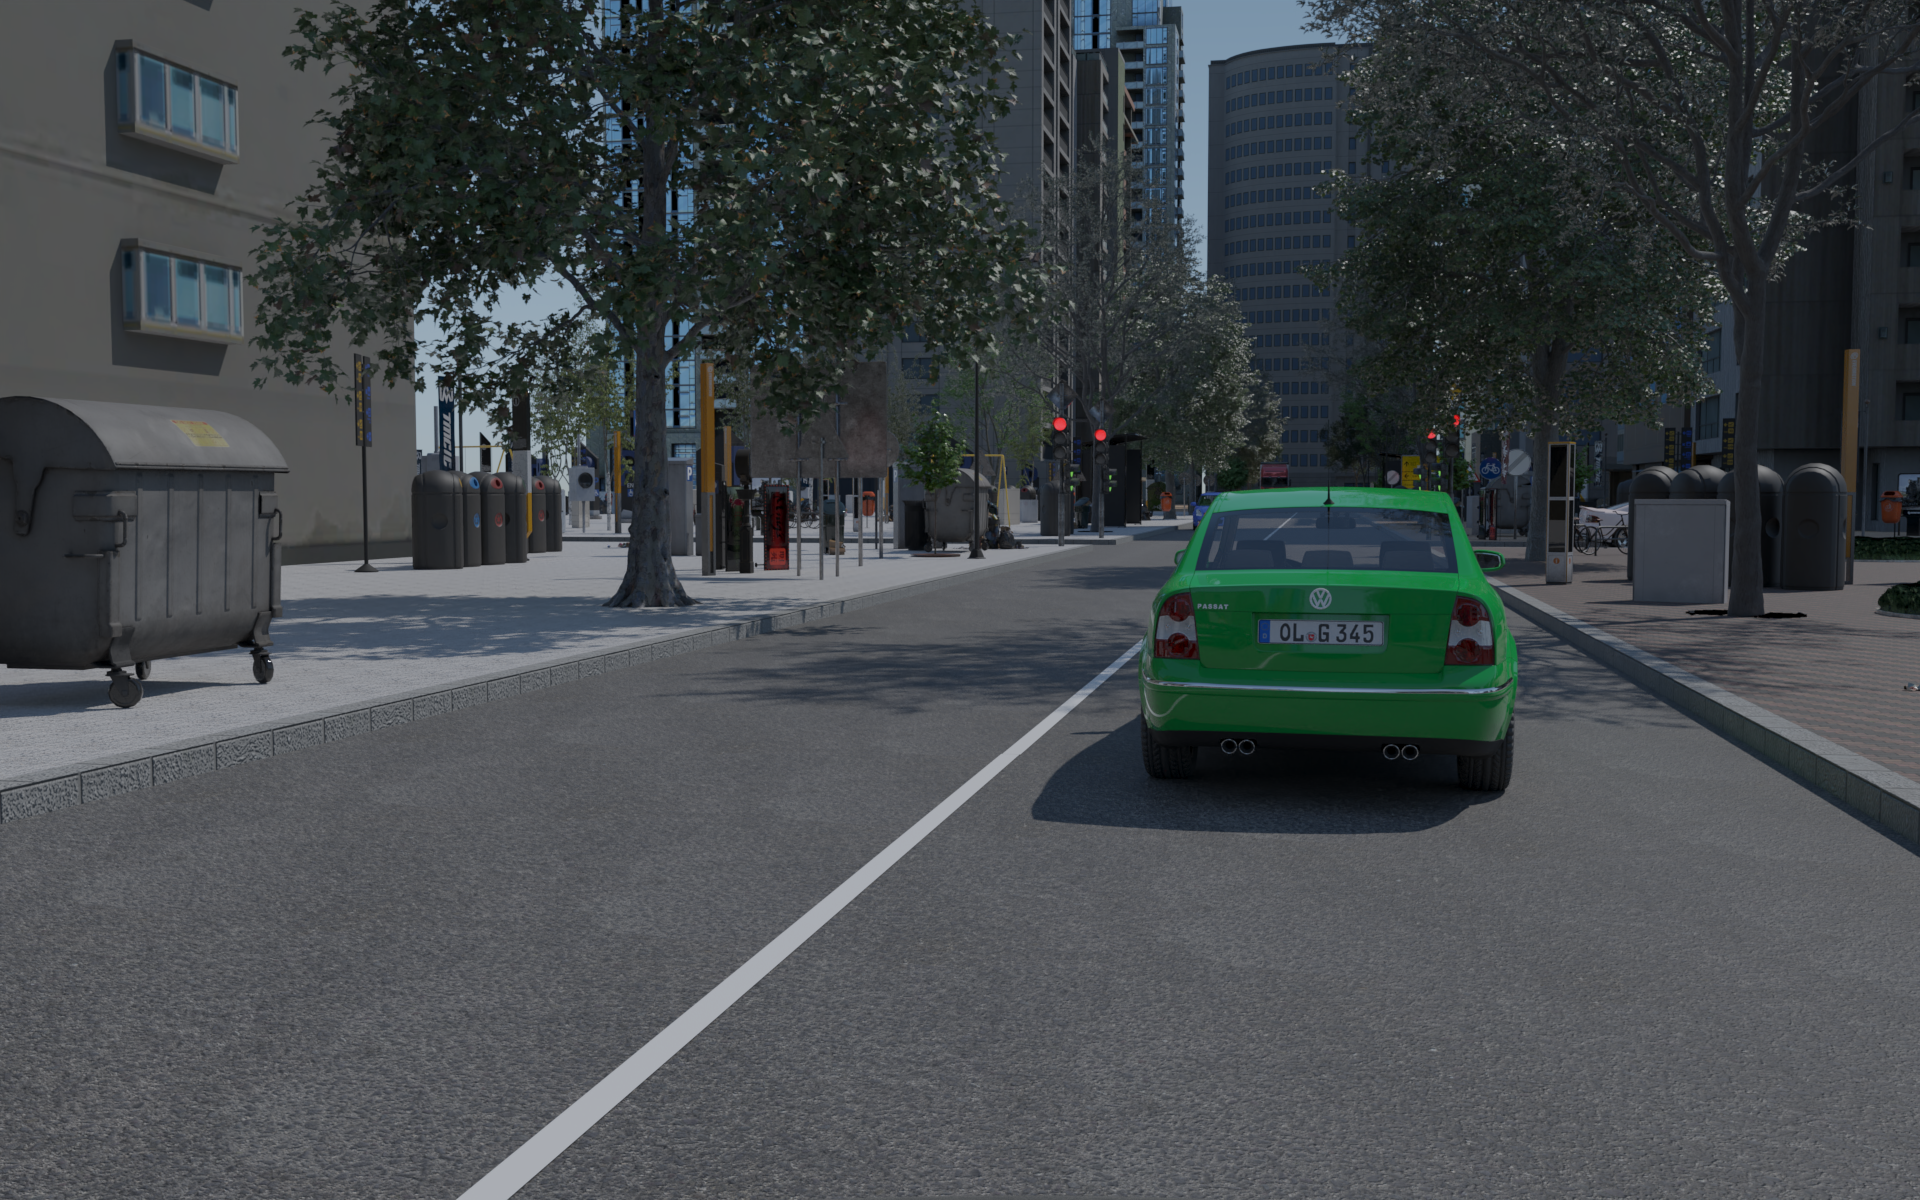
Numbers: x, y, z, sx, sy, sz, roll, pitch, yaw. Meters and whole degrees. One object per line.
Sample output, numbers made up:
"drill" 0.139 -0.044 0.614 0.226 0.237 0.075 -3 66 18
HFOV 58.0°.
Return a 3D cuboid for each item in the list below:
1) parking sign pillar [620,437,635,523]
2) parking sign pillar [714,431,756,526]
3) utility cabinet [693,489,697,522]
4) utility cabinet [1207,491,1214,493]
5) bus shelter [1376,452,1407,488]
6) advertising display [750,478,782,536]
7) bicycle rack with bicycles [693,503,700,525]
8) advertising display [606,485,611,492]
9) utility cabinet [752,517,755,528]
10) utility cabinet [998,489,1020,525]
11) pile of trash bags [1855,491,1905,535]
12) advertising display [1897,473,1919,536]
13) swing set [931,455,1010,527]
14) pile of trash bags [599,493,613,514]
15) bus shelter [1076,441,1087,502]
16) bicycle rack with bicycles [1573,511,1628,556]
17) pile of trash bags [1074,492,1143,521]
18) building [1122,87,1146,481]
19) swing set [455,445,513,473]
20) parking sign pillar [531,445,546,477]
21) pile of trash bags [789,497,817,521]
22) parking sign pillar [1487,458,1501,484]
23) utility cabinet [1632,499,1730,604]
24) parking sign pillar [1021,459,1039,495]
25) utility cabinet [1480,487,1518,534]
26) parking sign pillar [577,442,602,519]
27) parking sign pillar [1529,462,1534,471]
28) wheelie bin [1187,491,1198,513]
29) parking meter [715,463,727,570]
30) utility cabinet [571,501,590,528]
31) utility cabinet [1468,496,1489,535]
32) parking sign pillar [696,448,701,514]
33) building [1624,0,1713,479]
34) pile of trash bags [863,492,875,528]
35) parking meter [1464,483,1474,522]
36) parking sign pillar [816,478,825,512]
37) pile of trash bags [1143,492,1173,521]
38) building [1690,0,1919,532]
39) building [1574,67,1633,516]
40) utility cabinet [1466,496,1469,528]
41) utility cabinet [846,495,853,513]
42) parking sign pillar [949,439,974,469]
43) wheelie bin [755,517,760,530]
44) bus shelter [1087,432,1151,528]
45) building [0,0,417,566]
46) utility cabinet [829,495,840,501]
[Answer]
"parking sign pillar" -14.546 -5.406 76.857 1.447 3.967 1.447 0 4 2
"parking sign pillar" -8.907 -5.004 70.295 1.447 3.967 1.447 3 5 41
"utility cabinet" -11.997 -4.287 78.765 0.318 1.500 1.173 3 4 37
"utility cabinet" 17.920 -7.012 123.325 0.318 1.500 1.173 2 4 31
"bus shelter" 24.792 -6.601 99.204 1.731 3.624 6.357 1 4 12
"advertising display" -5.981 -2.951 53.465 0.974 1.923 0.123 -1 4 -17
"bicycle rack with bicycles" -11.863 -3.562 71.626 2.852 0.926 2.925 0 4 5
"advertising display" -24.036 -6.919 118.338 0.123 1.923 0.974 -2 4 -24
"utility cabinet" -8.287 -3.441 64.932 1.173 1.500 0.318 -2 4 -28
"utility cabinet" 2.016 -3.838 71.426 0.318 1.500 1.173 2 4 35
"pile of trash bags" 25.635 -2.485 50.386 1.912 1.369 3.447 -3 4 -39
"advertising display" 29.143 -2.916 52.891 0.123 1.923 0.974 -3 5 -39
"swing set" 0.188 -4.345 68.665 3.119 2.851 2.862 -1 4 -10
"pile of trash bags" -23.045 -6.165 110.544 1.912 1.369 3.447 1 4 14
"bus shelter" 6.318 -5.165 75.735 1.731 3.624 6.357 1 4 12
"bicycle rack with bicycles" 13.306 -1.450 37.095 2.925 0.926 2.852 -2 4 -28
"pile of trash bags" 6.514 -4.343 80.760 3.447 1.369 1.912 1 4 19
"building" 5.091 -32.252 181.937 28.867 44.769 22.147 1 4 12
"swing set" -15.894 -3.588 56.289 3.119 2.851 2.862 2 4 26
"parking sign pillar" -22.527 -6.435 93.677 1.447 3.967 1.447 -2 4 -24
"pile of trash bags" -8.508 -4.476 82.942 3.447 1.369 1.912 0 4 2
"parking sign pillar" 36.024 -7.815 116.240 1.447 3.967 1.447 -2 4 -25
"utility cabinet" 8.575 -0.577 20.602 1.020 1.237 0.306 2 4 32
"parking sign pillar" 5.098 -8.392 125.686 1.447 3.967 1.447 -2 4 -30
"utility cabinet" 17.345 -2.880 55.772 0.318 1.500 1.173 -3 5 -44
"parking sign pillar" -18.947 -6.090 88.041 1.447 3.967 1.447 2 4 34
"parking sign pillar" 34.387 -7.168 105.676 1.447 3.967 1.447 1 4 23
"wheelie bin" 16.078 -6.846 119.841 0.693 1.594 0.980 0 4 -5
"parking meter" -4.162 -1.447 29.365 0.399 1.863 0.255 0 4 4
"utility cabinet" -14.320 -3.470 65.421 0.318 1.500 1.173 0 4 7
"utility cabinet" 16.464 -2.659 54.636 0.306 1.237 1.020 3 4 37
"parking sign pillar" -10.563 -5.220 73.821 1.447 3.967 1.447 0 4 5
"building" 37.760 -25.995 75.125 14.600 45.320 14.200 1 4 12
"pile of trash bags" -2.078 -3.396 65.284 3.447 1.369 1.912 0 4 6
"parking meter" 23.681 -4.579 80.572 0.399 1.863 0.255 0 4 -7
"parking sign pillar" -9.177 -7.795 115.914 1.447 3.967 1.447 -1 4 -20
"pile of trash bags" 8.665 -4.540 83.977 3.447 1.369 1.912 -1 4 -15
"building" 35.217 -17.772 62.270 14.107 30.474 14.160 1 4 12
"building" 52.230 -24.956 99.911 32.217 40.220 23.993 1 4 12
"utility cabinet" 19.552 -3.351 65.946 0.306 1.237 1.020 2 4 31
"utility cabinet" -7.125 -6.367 115.255 1.020 1.237 0.306 2 4 35
"parking sign pillar" -0.025 -5.345 75.864 1.447 3.967 1.447 -1 4 -10
"wheelie bin" -6.874 -3.264 61.279 0.980 1.594 0.693 1 4 14
"bus shelter" 6.467 -4.765 69.186 1.731 3.624 6.357 1 4 12
"building" -23.552 -24.592 25.785 21.600 48.544 21.300 1 4 12
"utility cabinet" -9.078 -6.962 124.986 1.020 1.237 0.306 3 5 44
